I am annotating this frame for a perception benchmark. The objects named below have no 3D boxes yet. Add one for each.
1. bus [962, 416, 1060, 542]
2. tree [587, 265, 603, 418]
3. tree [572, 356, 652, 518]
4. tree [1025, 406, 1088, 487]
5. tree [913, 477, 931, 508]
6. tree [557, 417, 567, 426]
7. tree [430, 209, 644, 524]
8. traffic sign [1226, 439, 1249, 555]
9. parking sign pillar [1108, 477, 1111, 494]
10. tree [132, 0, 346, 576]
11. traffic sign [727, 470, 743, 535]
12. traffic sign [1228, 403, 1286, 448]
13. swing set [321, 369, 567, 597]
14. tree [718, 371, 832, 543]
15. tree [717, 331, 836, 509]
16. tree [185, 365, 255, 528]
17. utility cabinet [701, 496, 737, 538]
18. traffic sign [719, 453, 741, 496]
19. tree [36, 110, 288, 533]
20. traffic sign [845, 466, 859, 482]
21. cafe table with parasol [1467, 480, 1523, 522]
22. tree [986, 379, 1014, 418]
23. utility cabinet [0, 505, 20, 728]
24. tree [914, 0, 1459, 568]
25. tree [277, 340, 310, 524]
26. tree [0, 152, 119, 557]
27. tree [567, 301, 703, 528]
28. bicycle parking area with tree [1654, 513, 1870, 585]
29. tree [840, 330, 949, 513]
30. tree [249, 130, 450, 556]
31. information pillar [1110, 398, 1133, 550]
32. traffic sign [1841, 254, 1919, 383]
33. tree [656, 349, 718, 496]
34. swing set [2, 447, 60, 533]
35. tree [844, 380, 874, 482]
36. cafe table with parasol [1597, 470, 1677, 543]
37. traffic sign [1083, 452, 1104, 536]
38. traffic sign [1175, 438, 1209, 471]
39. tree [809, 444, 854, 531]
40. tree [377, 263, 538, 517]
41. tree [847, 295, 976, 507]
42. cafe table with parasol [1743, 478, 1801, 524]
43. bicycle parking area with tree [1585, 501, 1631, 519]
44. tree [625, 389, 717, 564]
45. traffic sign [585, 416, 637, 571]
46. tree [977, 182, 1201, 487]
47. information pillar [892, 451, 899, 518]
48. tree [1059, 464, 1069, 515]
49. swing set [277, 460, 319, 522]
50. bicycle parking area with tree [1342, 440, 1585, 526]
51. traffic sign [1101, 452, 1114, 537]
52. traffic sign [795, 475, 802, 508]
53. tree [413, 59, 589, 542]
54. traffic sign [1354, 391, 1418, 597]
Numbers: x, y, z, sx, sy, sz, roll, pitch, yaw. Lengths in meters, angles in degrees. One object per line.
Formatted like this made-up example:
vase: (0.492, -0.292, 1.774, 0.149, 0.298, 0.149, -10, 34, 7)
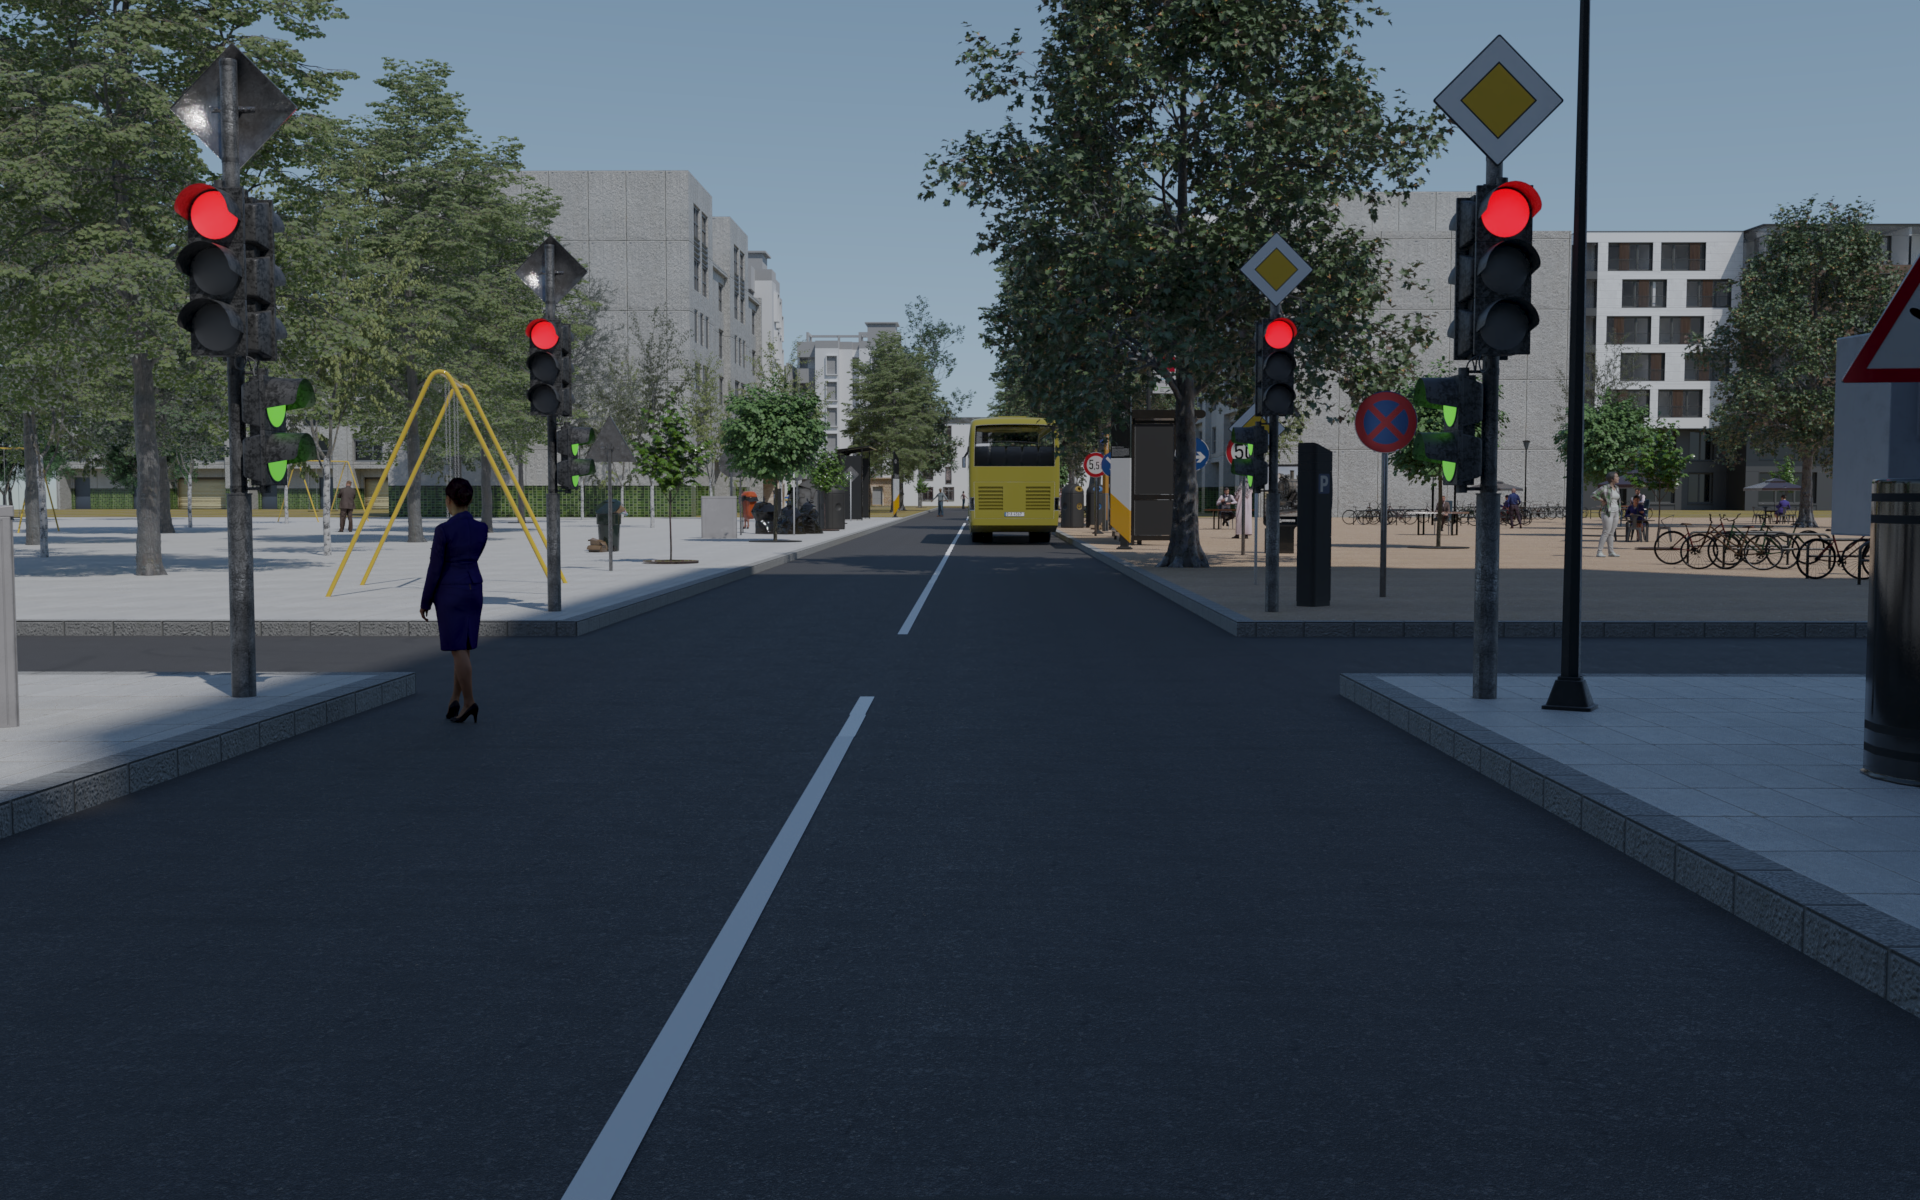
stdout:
bus: (1.515, -3.832, 54.193, 2.896, 3.916, 12.252, 0, 3, 0)
tree: (-15.795, -8.525, 57.510, 7.486, 12.596, 7.792, 0, 3, 0)
tree: (-18.113, -8.634, 91.522, 4.737, 8.622, 4.395, 0, 3, 0)
tree: (5.116, -7.897, 79.471, 4.360, 8.622, 3.978, 0, 3, 0)
tree: (-3.690, -10.090, 159.570, 1.663, 3.219, 1.824, 0, 3, 0)
tree: (-18.394, -8.247, 85.202, 4.360, 8.622, 3.978, 0, 3, 0)
tree: (-19.228, -10.094, 75.400, 12.009, 13.543, 11.850, 0, 3, 0)
traffic sign: (5.941, -2.212, 36.276, 0.768, 2.556, 0.104, 0, 4, 3)
parking sign pillar: (7.319, -5.811, 83.480, 1.447, 3.967, 1.447, 0, 4, -6)
tree: (-13.206, -6.651, 26.864, 7.486, 12.596, 7.792, 0, 3, 0)
traffic sign: (-6.823, -3.294, 53.863, 0.884, 2.594, 0.081, 1, 4, 10)
traffic sign: (4.191, -1.508, 24.384, 0.795, 2.593, 0.064, 1, 4, 10)
swing set: (-6.809, -1.571, 23.308, 2.862, 2.851, 3.119, -1, 4, -11)
tree: (-4.976, -3.826, 46.271, 4.285, 4.588, 4.351, 0, 3, 0)
tree: (-7.960, -7.870, 79.030, 4.737, 8.622, 4.395, 0, 3, 0)
tree: (-29.578, -7.103, 66.498, 4.360, 8.622, 3.978, 0, 3, 0)
utility cabinet: (-6.996, -2.393, 50.286, 1.020, 1.237, 0.306, -1, 4, -11)
traffic sign: (-6.779, -3.133, 51.334, 0.768, 2.556, 0.104, 0, 4, 3)
tree: (-26.137, -9.155, 56.342, 9.857, 13.997, 8.962, 0, 3, 0)
traffic sign: (-5.124, -4.967, 80.948, 0.795, 2.593, 0.064, 0, 4, 2)
cafe table with parasol: (24.726, -4.610, 80.240, 2.610, 1.966, 2.610, 1, 4, 16)
tree: (6.141, -15.256, 167.565, 7.486, 12.596, 7.792, 0, 3, 0)
utility cabinet: (-5.584, 0.080, 9.846, 0.306, 1.237, 1.020, -2, 4, -34)
tree: (3.971, -6.930, 30.309, 9.611, 12.733, 9.660, 0, 3, 0)
tree: (-29.416, -7.623, 74.997, 4.360, 8.622, 3.978, 0, 3, 0)
tree: (-18.520, -5.151, 34.586, 4.360, 8.622, 3.978, 0, 3, 0)
tree: (-11.935, -7.051, 65.642, 4.360, 8.622, 3.978, 0, 3, 0)
bicycle parking area with tree: (16.130, -2.480, 27.547, 9.016, 4.147, 8.231, 1, 4, 17)
tree: (-4.654, -12.365, 120.300, 7.486, 12.596, 7.792, 0, 3, 0)
tree: (-13.092, -5.244, 36.109, 4.737, 8.622, 4.395, 0, 3, 0)
information pillar: (3.729, -2.974, 39.983, 0.504, 3.616, 0.183, 2, 4, 24)
traffic sign: (4.665, -0.508, 8.312, 0.884, 2.594, 0.081, 0, 4, 5)
tree: (-12.582, -8.433, 88.238, 4.737, 8.622, 4.395, 0, 3, 0)
swing set: (-32.361, -3.711, 58.301, 3.119, 2.851, 2.862, 0, 4, -2)
tree: (-4.441, -13.184, 132.559, 9.611, 12.733, 9.660, 0, 3, 0)
cafe table with parasol: (18.166, -2.542, 46.423, 2.610, 1.966, 2.610, -1, 4, -9)
traffic sign: (4.144, -3.225, 52.838, 0.768, 2.556, 0.104, 1, 4, 10)
traffic sign: (5.193, -2.367, 38.807, 0.768, 2.556, 0.104, 1, 4, 10)
tree: (-4.567, -4.008, 60.127, 1.663, 3.219, 1.824, 0, 3, 0)
tree: (-25.902, -11.139, 88.773, 9.857, 13.997, 8.962, 0, 3, 0)
tree: (-4.700, -19.074, 167.741, 12.611, 20.169, 13.585, 0, 3, 0)
cafe table with parasol: (34.888, -4.239, 74.176, 2.610, 1.966, 2.610, -2, 4, -32)
bicycle parking area with tree: (30.516, -6.294, 89.908, 9.016, 4.147, 8.231, 0, 4, 3)
tree: (-5.237, -2.287, 31.990, 1.663, 3.219, 1.824, 0, 3, 0)
traffic sign: (-5.820, -1.762, 28.805, 0.884, 2.594, 0.081, 0, 4, 2)
tree: (5.340, -9.857, 67.819, 9.857, 13.997, 8.962, 0, 3, 0)
information pillar: (-3.492, -6.305, 94.436, 0.183, 3.616, 0.504, 2, 4, 32)
tree: (5.665, -7.512, 106.534, 4.285, 4.588, 4.351, 0, 3, 0)
swing set: (-29.722, -5.069, 80.500, 2.862, 2.851, 3.119, 2, 4, 31)
bicycle parking area with tree: (20.406, -5.288, 73.463, 9.016, 4.147, 8.231, 3, 4, 39)
traffic sign: (4.628, -3.189, 52.243, 0.768, 2.556, 0.104, 1, 4, 10)
traffic sign: (-6.230, -4.044, 66.229, 0.768, 2.556, 0.104, 0, 4, 2)
tree: (-14.320, -7.773, 45.212, 7.486, 12.596, 7.792, 0, 3, 0)
traffic sign: (5.269, -1.309, 21.506, 0.768, 2.556, 0.104, 0, 4, 6)
